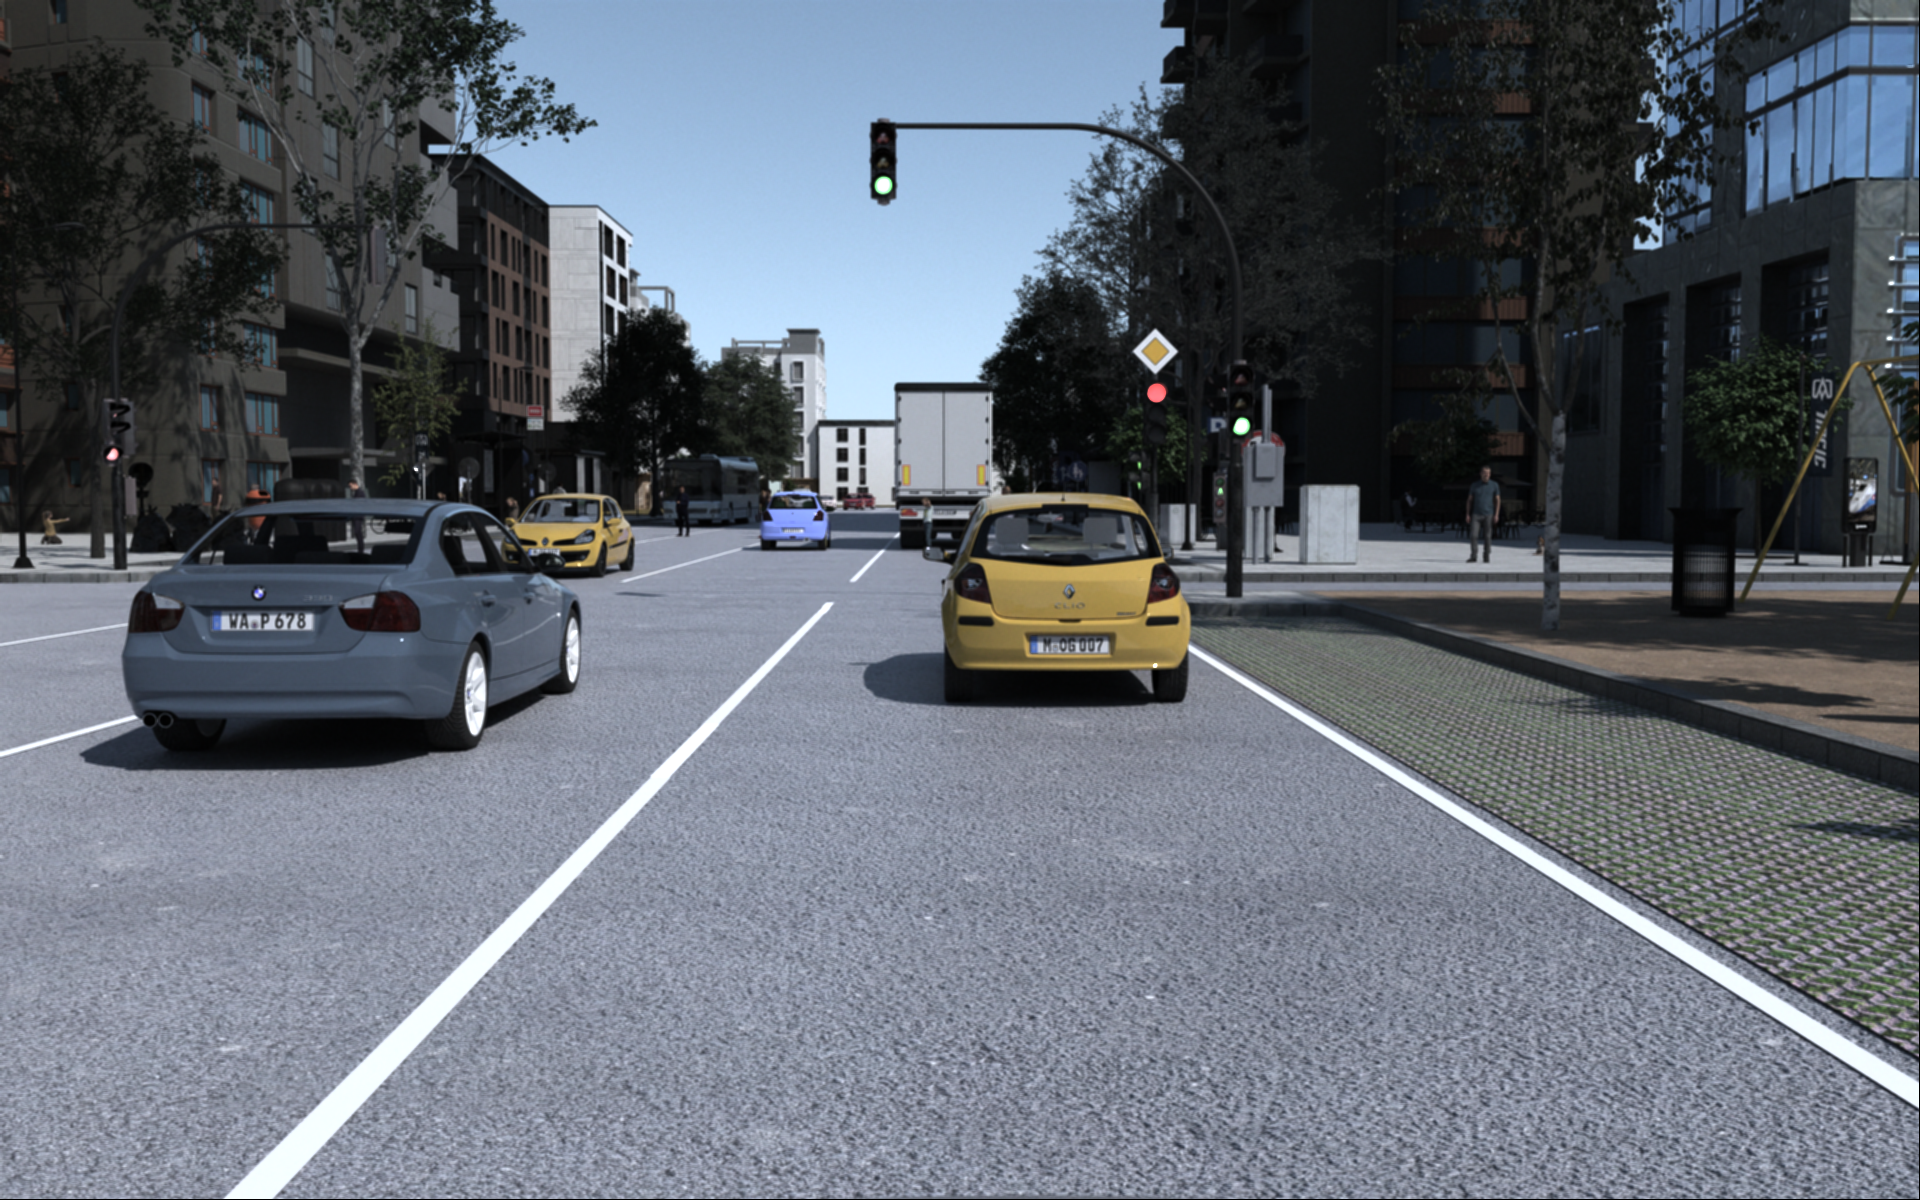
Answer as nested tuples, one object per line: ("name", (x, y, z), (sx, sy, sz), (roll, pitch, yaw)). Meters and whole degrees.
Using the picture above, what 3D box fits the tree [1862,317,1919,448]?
("tree", (6.304, -0.945, 10.046), (1.663, 3.219, 1.824), (0, 3, 0))

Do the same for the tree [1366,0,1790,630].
("tree", (5.663, -4.036, 16.355), (4.360, 8.622, 3.978), (0, 3, 0))

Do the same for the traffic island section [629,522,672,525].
("traffic island section", (-14.563, -3.568, 81.199), (1.991, 0.108, 1.994), (0, 4, -1))

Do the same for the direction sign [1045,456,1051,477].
("direction sign", (5.157, -6.463, 97.666), (0.876, 3.537, 0.379), (2, 4, 33))

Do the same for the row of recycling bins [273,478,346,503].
("row of recycling bins", (-17.154, -2.372, 45.891), (1.069, 1.692, 3.534), (0, 4, 0))

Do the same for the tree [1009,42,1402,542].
("tree", (6.519, -8.330, 46.567), (12.009, 13.543, 11.850), (0, 3, 0))

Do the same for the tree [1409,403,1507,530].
("tree", (17.712, -4.775, 61.779), (4.285, 4.588, 4.351), (0, 3, 0))

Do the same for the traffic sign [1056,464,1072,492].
("traffic sign", (4.465, -4.514, 73.913), (0.768, 2.556, 0.104), (1, 4, 9))

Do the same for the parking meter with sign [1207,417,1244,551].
("parking meter with sign", (6.306, -2.658, 39.717), (0.543, 3.016, 1.738), (2, 4, 35))

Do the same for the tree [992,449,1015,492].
("tree", (4.570, -13.822, 176.350), (4.360, 8.622, 3.978), (0, 3, 0))

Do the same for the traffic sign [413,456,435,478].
("traffic sign", (-18.412, -3.655, 59.499), (0.795, 2.593, 0.064), (0, 4, 7))

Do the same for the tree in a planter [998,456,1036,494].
("tree in a planter", (2.669, -5.128, 81.061), (1.991, 3.239, 1.994), (0, 4, -1))

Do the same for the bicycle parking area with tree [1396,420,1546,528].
("bicycle parking area with tree", (21.928, -5.060, 69.729), (8.231, 4.147, 9.016), (-3, 5, -40))

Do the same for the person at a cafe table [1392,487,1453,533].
("person at a cafe table", (15.202, -3.006, 57.665), (1.622, 1.524, 1.698), (-1, 4, -21))

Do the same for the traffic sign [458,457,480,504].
("traffic sign", (-16.870, -3.633, 59.504), (0.768, 2.556, 0.104), (0, 4, 7))

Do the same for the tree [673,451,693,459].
("tree", (-18.494, -8.335, 119.995), (4.285, 4.588, 4.351), (0, 3, 0))

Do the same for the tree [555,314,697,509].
("tree", (-17.428, -9.488, 89.548), (7.601, 10.594, 8.767), (1, 4, 10))

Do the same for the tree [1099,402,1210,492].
("tree", (6.059, -4.347, 54.787), (4.285, 4.588, 4.351), (0, 3, 0))

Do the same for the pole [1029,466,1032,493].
("pole", (4.104, -6.542, 100.810), (0.158, 3.312, 0.155), (0, 3, 0))

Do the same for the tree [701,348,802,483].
("tree", (-18.343, -14.862, 149.643), (9.857, 13.997, 8.962), (0, 3, 0))

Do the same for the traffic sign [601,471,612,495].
("traffic sign", (-19.502, -5.811, 95.120), (0.768, 2.556, 0.104), (0, 4, 4))

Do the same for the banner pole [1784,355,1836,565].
("banner pole", (15.346, -2.519, 31.197), (0.863, 3.779, 0.401), (0, 4, -3))

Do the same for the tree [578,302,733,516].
("tree", (-18.354, -11.405, 103.480), (9.611, 12.733, 9.660), (0, 3, 0))

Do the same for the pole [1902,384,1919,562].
("pole", (17.119, -2.281, 31.141), (0.158, 3.312, 0.155), (0, 3, 0))

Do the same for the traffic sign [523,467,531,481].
("traffic sign", (-18.109, -4.367, 71.408), (0.884, 2.594, 0.081), (0, 4, 3))

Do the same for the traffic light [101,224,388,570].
("traffic light", (-12.105, -3.339, 29.263), (4.771, 5.953, 1.251), (0, 4, -1))

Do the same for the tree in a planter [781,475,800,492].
("tree in a planter", (-15.540, -9.838, 158.079), (1.991, 3.239, 1.994), (0, 4, -1))

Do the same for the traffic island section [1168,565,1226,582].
("traffic island section", (3.324, -0.445, 29.552), (2.009, 0.180, 2.903), (0, 4, -1))

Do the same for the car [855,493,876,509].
("car", (-9.061, -9.539, 165.008), (2.155, 1.783, 4.494), (0, 4, 1))

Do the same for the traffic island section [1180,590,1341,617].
("traffic island section", (3.425, 0.044, 21.567), (2.009, 0.180, 2.903), (0, 4, -1))

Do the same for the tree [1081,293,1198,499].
("tree", (6.248, -6.822, 61.898), (4.360, 8.622, 3.978), (0, 3, 0))

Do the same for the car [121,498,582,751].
("car", (-3.612, 0.063, 10.970), (2.014, 1.417, 4.499), (0, 4, -1))

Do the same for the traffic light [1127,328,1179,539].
("traffic light", (3.284, -2.478, 29.437), (0.839, 4.253, 0.868), (0, 4, -1))

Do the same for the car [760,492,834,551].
("car", (-4.271, -2.184, 45.295), (1.945, 1.707, 3.694), (0, 4, -2))

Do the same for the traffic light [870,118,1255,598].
("traffic light", (1.294, -2.851, 21.285), (4.771, 5.953, 1.251), (0, 4, -1))

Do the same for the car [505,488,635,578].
("car", (-6.963, -1.266, 30.924), (2.015, 1.641, 3.980), (0, 3, 0))

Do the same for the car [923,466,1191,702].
("car", (0.712, -0.192, 13.370), (2.015, 1.641, 3.980), (0, 4, 0))

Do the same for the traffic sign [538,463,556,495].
("traffic sign", (-16.810, -4.305, 70.488), (0.768, 2.556, 0.104), (0, 4, 6))

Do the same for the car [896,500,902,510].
("car", (-4.901, -8.936, 155.881), (2.009, 1.686, 4.222), (0, 4, -1))

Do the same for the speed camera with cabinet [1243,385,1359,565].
("speed camera with cabinet", (6.208, -2.278, 31.578), (2.038, 3.252, 0.660), (0, 4, 1))

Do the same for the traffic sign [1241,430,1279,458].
("traffic sign", (6.003, -2.117, 34.718), (0.768, 2.556, 0.104), (0, 4, 4))

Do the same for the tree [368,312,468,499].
("tree", (-22.067, -7.343, 70.426), (4.737, 8.622, 4.395), (0, 3, 0))

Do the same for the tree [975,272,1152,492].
("tree", (5.108, -10.480, 88.354), (9.611, 12.733, 9.660), (0, 3, 0))

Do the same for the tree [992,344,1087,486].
("tree", (5.179, -11.370, 111.662), (9.928, 11.665, 9.643), (0, 3, 0))

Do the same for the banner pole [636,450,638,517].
("banner pole", (-17.948, -6.498, 96.264), (0.401, 3.779, 0.863), (-1, 4, -9))

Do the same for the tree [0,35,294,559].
("tree", (-17.116, -6.126, 34.575), (8.767, 10.594, 7.601), (1, 4, 10))

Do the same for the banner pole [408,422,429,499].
("banner pole", (-18.968, -4.316, 60.578), (0.863, 3.779, 0.401), (0, 4, -1))

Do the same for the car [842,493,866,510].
("car", (-9.527, -8.983, 155.913), (2.155, 1.783, 4.494), (0, 4, 0))

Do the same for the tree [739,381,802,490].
("tree", (-19.246, -15.498, 171.519), (7.486, 12.596, 7.792), (0, 3, 0))

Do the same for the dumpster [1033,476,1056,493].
("dumpster", (4.856, -5.736, 96.275), (1.502, 2.255, 1.985), (0, 4, -1))

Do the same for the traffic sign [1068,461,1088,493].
("traffic sign", (4.549, -4.075, 66.733), (0.768, 2.556, 0.104), (0, 4, 7))

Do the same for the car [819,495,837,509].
("car", (-12.524, -9.118, 161.446), (2.083, 1.381, 4.827), (0, 4, 0))

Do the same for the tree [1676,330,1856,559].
("tree", (16.175, -3.125, 34.813), (4.285, 4.588, 4.351), (0, 3, 0))

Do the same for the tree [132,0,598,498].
("tree", (-15.870, -11.841, 49.493), (12.611, 20.169, 13.585), (0, 3, 0))

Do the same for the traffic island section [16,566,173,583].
("traffic island section", (-14.236, -0.432, 29.336), (2.009, 0.180, 2.903), (0, 4, -1))

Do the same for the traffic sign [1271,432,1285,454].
("traffic sign", (6.208, -2.148, 35.223), (0.768, 2.556, 0.104), (0, 4, 6))

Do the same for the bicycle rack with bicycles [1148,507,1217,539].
("bicycle rack with bicycles", (6.356, -2.178, 48.991), (2.852, 0.926, 2.925), (-1, 4, -11))

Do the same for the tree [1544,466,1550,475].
("tree", (21.979, -4.111, 61.819), (1.663, 3.219, 1.824), (0, 3, 0))

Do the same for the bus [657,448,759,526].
("bus", (-11.523, -5.249, 80.681), (2.948, 3.499, 13.247), (0, 4, 1))
